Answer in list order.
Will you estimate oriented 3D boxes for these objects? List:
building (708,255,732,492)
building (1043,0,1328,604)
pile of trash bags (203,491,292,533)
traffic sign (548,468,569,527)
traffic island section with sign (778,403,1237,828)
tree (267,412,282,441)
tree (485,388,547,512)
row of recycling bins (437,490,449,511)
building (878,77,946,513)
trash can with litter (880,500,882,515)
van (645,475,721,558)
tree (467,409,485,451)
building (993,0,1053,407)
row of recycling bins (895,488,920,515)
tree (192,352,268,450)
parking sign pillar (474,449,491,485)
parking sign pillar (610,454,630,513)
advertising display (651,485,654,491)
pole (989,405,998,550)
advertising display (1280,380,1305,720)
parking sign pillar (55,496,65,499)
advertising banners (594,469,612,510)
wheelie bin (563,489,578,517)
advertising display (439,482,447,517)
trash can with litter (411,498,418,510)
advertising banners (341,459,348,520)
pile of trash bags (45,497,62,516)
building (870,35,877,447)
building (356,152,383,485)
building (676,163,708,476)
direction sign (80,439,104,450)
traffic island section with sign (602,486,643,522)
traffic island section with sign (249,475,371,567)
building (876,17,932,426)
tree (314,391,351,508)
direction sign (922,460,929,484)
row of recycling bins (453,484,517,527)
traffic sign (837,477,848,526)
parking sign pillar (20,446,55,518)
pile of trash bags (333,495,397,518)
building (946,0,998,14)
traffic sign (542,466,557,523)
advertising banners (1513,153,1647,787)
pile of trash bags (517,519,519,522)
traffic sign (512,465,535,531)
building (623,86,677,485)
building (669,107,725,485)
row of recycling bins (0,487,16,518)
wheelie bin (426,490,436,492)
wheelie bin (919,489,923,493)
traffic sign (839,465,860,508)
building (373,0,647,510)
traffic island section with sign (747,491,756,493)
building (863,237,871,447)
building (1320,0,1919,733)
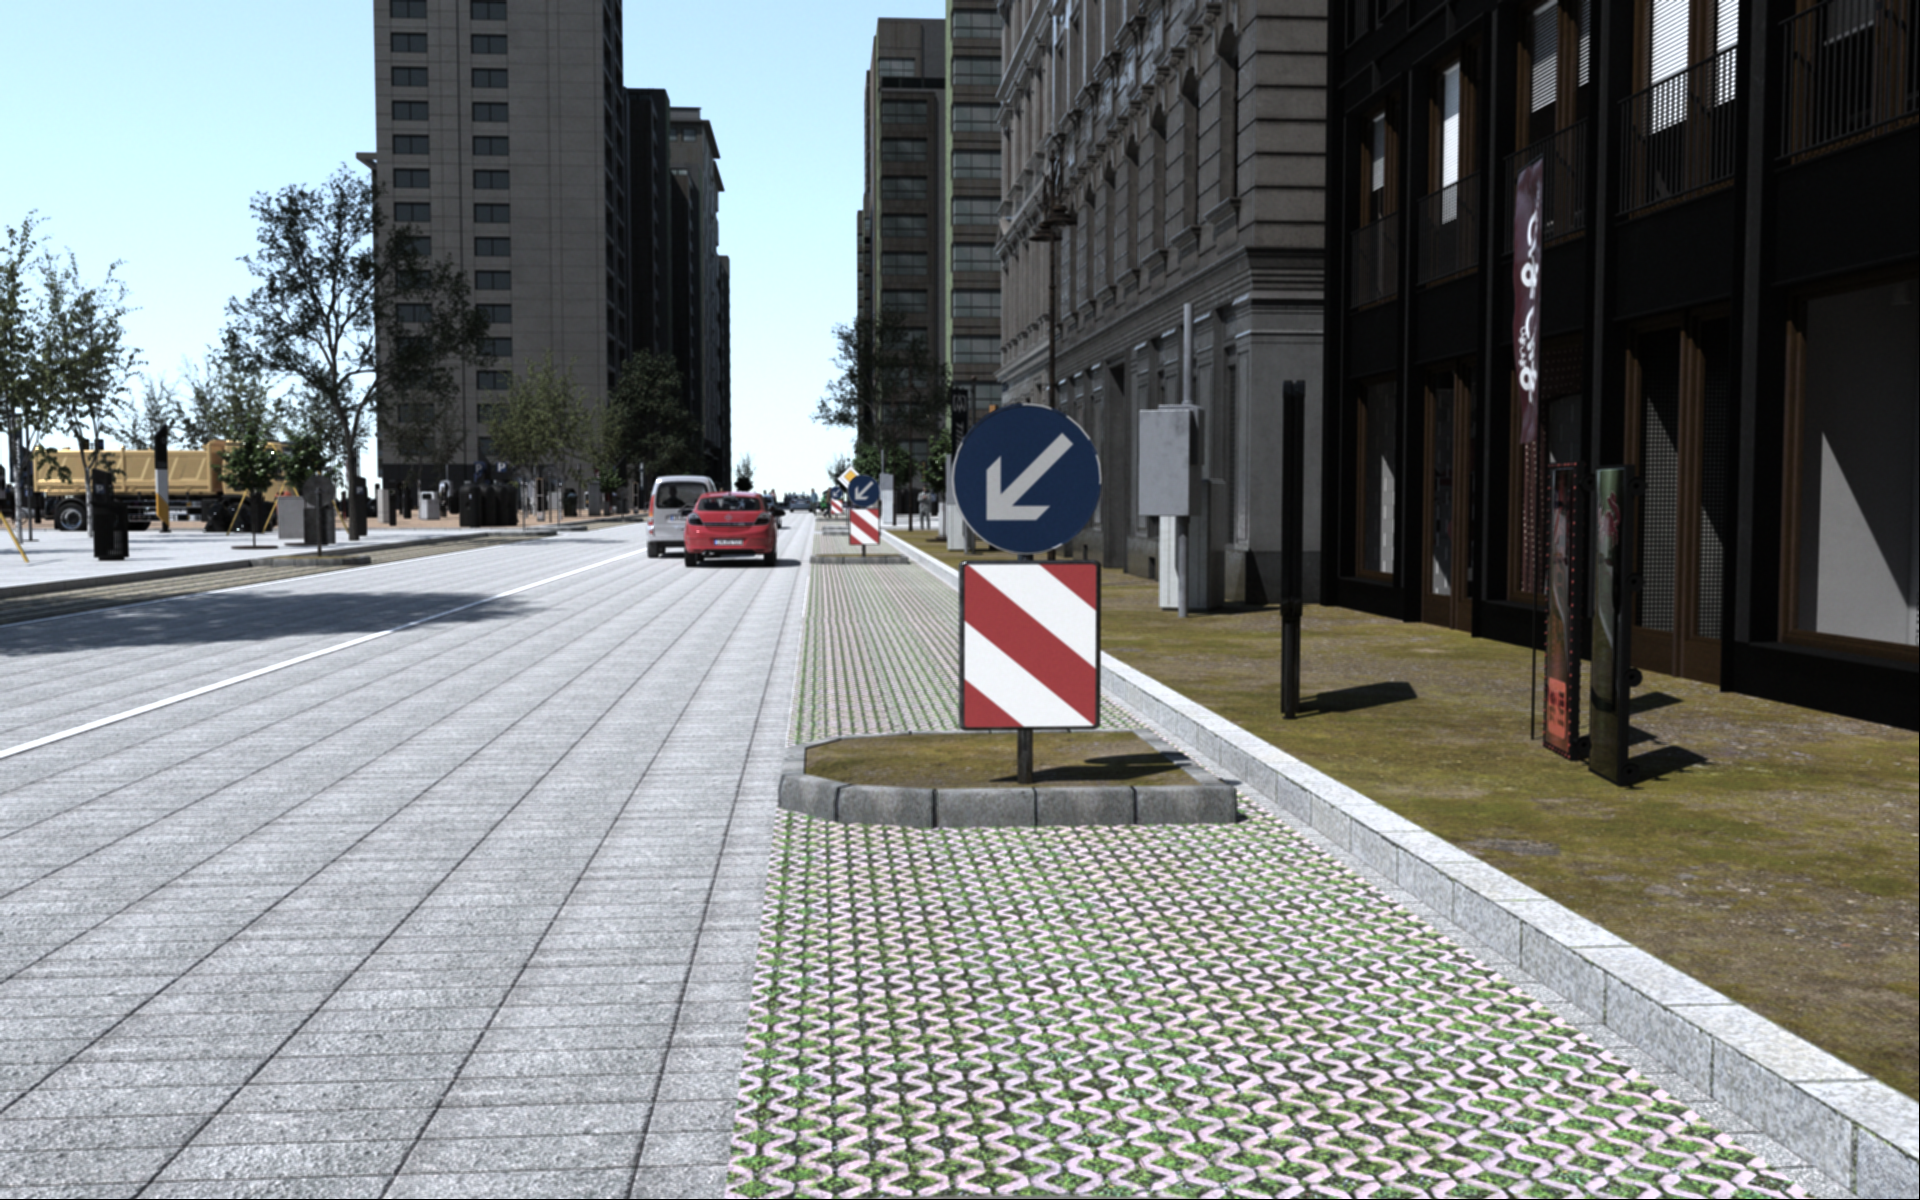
[{"bbox_3d":[-45.538,-36.968,288.027,14.154,41.232,14.086,0,4,-5],"label":"building"},{"bbox_3d":[7.262,-10.985,28.752,9.793,20.994,18.267,0,4,-5],"label":"building"},{"bbox_3d":[-23.725,-2.963,58.194,3.447,1.369,1.912,2,4,25],"label":"pile of trash bags"},{"bbox_3d":[-15.672,-3.912,67.601,0.795,2.450,0.064,0,4,-5],"label":"traffic sign"},{"bbox_3d":[0.129,0.017,8.343,1.989,1.847,2.006,0,4,-5],"label":"traffic island section with sign"},{"bbox_3d":[-48.849,-10.288,118.571,4.360,8.622,3.978,0,3,0],"label":"tree"},{"bbox_3d":[-31.852,-10.734,125.856,4.360,8.622,3.978,0,3,0],"label":"tree"},{"bbox_3d":[-40.106,-7.894,136.186,1.069,1.692,3.534,0,4,6],"label":"row of recycling bins"},{"bbox_3d":[1.143,-21.556,124.142,14.160,30.474,14.107,0,4,-5],"label":"building"},{"bbox_3d":[-4.778,-5.651,103.787,1.055,1.170,0.624,0,4,5],"label":"trash can with litter"},{"bbox_3d":[-6.381,-2.044,40.428,2.013,2.044,4.112,0,4,-6],"label":"van"},{"bbox_3d":[-38.803,-10.986,129.990,4.360,8.622,3.978,0,3,0],"label":"tree"},{"bbox_3d":[7.211,-12.988,48.516,11.583,22.565,21.152,0,4,-5],"label":"building"},{"bbox_3d":[-3.482,-6.290,109.960,1.069,1.692,3.534,2,4,24],"label":"row of recycling bins"},{"bbox_3d":[-38.865,-8.482,89.050,4.360,8.622,3.978,0,3,0],"label":"tree"},{"bbox_3d":[-28.300,-6.983,102.641,1.447,3.967,1.447,-3,5,-42],"label":"parking sign pillar"},{"bbox_3d":[-23.047,-7.868,117.108,1.447,3.967,1.447,1,4,20],"label":"parking sign pillar"},{"bbox_3d":[-22.506,-7.521,128.186,0.123,1.923,0.974,2,4,29],"label":"advertising display"},{"bbox_3d":[0.775,-2.807,39.742,0.158,3.312,0.155,0,3,0],"label":"pole"},{"bbox_3d":[1.963,-0.308,10.244,0.123,1.923,0.974,1,4,11],"label":"advertising display"},{"bbox_3d":[-65.379,-8.358,125.132,1.447,3.967,1.447,1,4,10],"label":"parking sign pillar"},{"bbox_3d":[-24.657,-7.671,121.612,2.074,3.025,0.090,-1,4,-21],"label":"advertising banners"},{"bbox_3d":[-22.124,-5.526,98.263,0.980,1.594,0.693,2,4,30],"label":"wheelie bin"},{"bbox_3d":[-28.857,-5.596,96.712,0.123,1.923,0.974,-3,4,-36],"label":"advertising display"},{"bbox_3d":[-44.504,-7.912,140.743,1.055,1.170,0.624,-1,4,-10],"label":"trash can with litter"},{"bbox_3d":[-30.664,-5.511,86.292,0.090,3.025,2.074,-2,4,-27],"label":"advertising banners"},{"bbox_3d":[-53.946,-5.555,100.581,3.447,1.369,1.912,-2,4,-29],"label":"pile of trash bags"},{"bbox_3d":[-1.586,-31.666,167.848,14.600,45.320,14.200,0,4,-5],"label":"building"},{"bbox_3d":[-45.876,-30.341,187.949,32.217,40.220,23.993,0,4,-5],"label":"building"},{"bbox_3d":[-38.306,-32.049,207.598,14.154,41.232,14.086,0,4,-5],"label":"building"},{"bbox_3d":[-35.623,-4.842,71.166,0.876,3.537,0.379,-2,4,-31],"label":"direction sign"},{"bbox_3d":[-17.505,-4.973,89.944,1.989,1.847,2.006,0,4,-5],"label":"traffic island section with sign"},{"bbox_3d":[-13.048,-1.612,34.978,1.989,1.847,2.006,0,4,-5],"label":"traffic island section with sign"},{"bbox_3d":[-0.423,-28.731,153.345,14.154,41.232,14.086,0,4,-5],"label":"building"},{"bbox_3d":[-38.550,-9.358,103.362,4.737,8.622,4.395,0,3,0],"label":"tree"},{"bbox_3d":[-2.250,-7.583,115.983,0.876,3.537,0.379,3,5,43],"label":"direction sign"},{"bbox_3d":[-18.851,-3.812,69.445,1.069,1.692,3.534,1,4,16],"label":"row of recycling bins"},{"bbox_3d":[-4.463,-3.966,68.489,0.795,2.450,0.064,0,4,-5],"label":"traffic sign"},{"bbox_3d":[-49.172,-6.305,91.560,1.447,3.967,1.447,0,4,1],"label":"parking sign pillar"},{"bbox_3d":[-32.214,-5.199,94.758,3.447,1.369,1.912,2,4,24],"label":"pile of trash bags"},{"bbox_3d":[6.027,-25.596,102.082,14.154,41.232,14.086,0,4,-5],"label":"building"},{"bbox_3d":[-18.364,-4.740,77.610,0.768,2.556,0.104,0,4,3],"label":"traffic sign"},{"bbox_3d":[2.962,-0.749,8.436,0.090,3.025,2.074,0,4,4],"label":"advertising banners"},{"bbox_3d":[-21.281,-4.151,77.616,1.912,1.369,3.447,1,4,12],"label":"pile of trash bags"},{"bbox_3d":[-15.025,-3.425,59.642,0.795,2.450,0.064,0,4,-5],"label":"traffic sign"},{"bbox_3d":[-35.811,-29.702,169.227,14.154,41.232,14.086,0,4,-5],"label":"building"},{"bbox_3d":[-47.995,-39.748,239.123,28.713,52.752,27.495,0,4,-5],"label":"building"},{"bbox_3d":[-52.315,-5.391,95.256,1.069,1.692,3.534,1,4,13],"label":"row of recycling bins"},{"bbox_3d":[-37.354,-7.003,122.405,0.980,1.594,0.693,-1,4,-10],"label":"wheelie bin"},{"bbox_3d":[-2.559,-6.399,112.536,0.980,1.594,0.693,0,4,7],"label":"wheelie bin"},{"bbox_3d":[-3.816,-3.479,60.530,0.795,2.450,0.064,0,4,-5],"label":"traffic sign"},{"bbox_3d":[-37.868,-43.571,150.640,20.563,71.187,20.611,0,4,-5],"label":"building"},{"bbox_3d":[-32.696,-16.386,276.535,1.989,1.847,2.006,0,4,-5],"label":"traffic island section with sign"},{"bbox_3d":[-3.975,-25.982,196.502,14.160,30.474,14.107,0,4,-5],"label":"building"},{"bbox_3d":[10.923,-11.145,11.902,12.332,23.373,15.834,0,4,-5],"label":"building"}]
